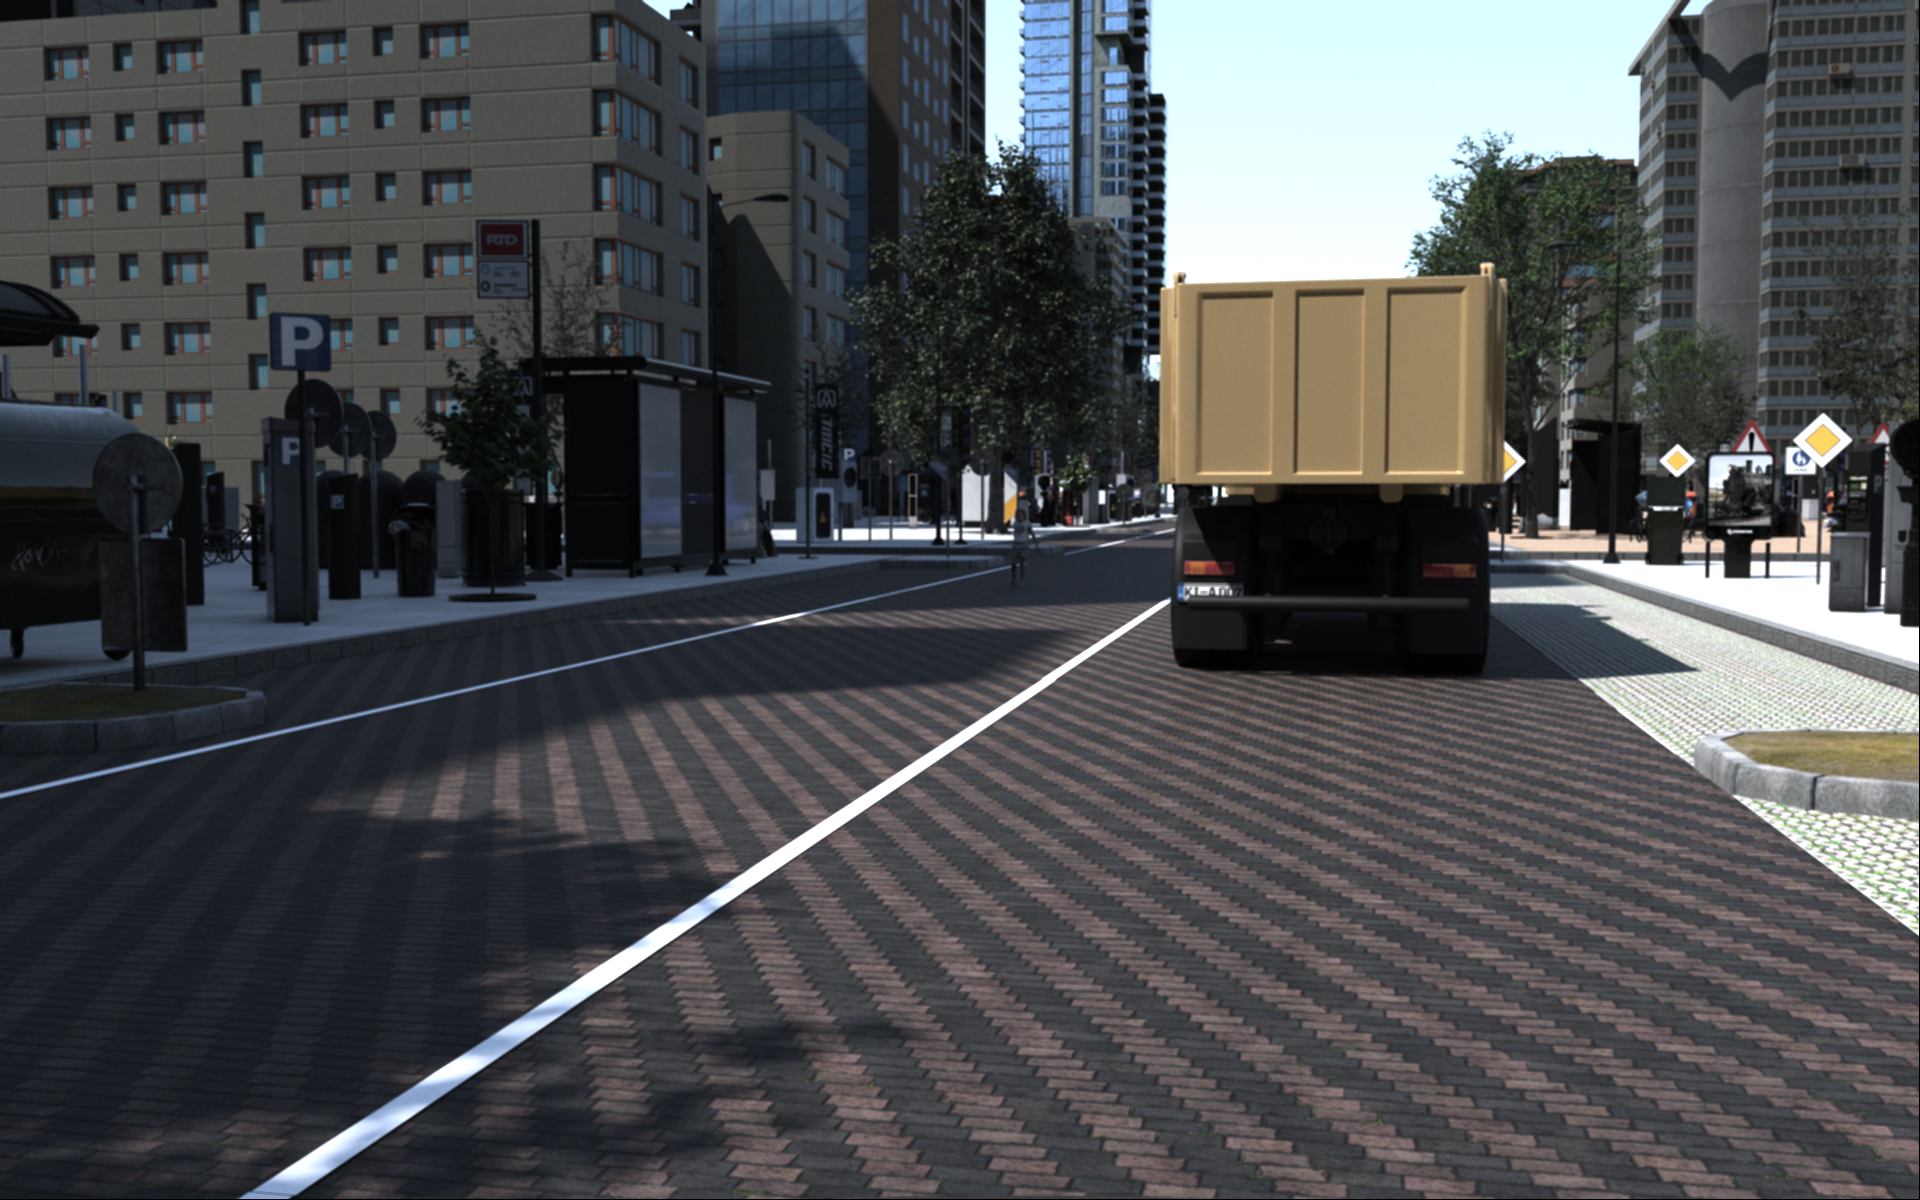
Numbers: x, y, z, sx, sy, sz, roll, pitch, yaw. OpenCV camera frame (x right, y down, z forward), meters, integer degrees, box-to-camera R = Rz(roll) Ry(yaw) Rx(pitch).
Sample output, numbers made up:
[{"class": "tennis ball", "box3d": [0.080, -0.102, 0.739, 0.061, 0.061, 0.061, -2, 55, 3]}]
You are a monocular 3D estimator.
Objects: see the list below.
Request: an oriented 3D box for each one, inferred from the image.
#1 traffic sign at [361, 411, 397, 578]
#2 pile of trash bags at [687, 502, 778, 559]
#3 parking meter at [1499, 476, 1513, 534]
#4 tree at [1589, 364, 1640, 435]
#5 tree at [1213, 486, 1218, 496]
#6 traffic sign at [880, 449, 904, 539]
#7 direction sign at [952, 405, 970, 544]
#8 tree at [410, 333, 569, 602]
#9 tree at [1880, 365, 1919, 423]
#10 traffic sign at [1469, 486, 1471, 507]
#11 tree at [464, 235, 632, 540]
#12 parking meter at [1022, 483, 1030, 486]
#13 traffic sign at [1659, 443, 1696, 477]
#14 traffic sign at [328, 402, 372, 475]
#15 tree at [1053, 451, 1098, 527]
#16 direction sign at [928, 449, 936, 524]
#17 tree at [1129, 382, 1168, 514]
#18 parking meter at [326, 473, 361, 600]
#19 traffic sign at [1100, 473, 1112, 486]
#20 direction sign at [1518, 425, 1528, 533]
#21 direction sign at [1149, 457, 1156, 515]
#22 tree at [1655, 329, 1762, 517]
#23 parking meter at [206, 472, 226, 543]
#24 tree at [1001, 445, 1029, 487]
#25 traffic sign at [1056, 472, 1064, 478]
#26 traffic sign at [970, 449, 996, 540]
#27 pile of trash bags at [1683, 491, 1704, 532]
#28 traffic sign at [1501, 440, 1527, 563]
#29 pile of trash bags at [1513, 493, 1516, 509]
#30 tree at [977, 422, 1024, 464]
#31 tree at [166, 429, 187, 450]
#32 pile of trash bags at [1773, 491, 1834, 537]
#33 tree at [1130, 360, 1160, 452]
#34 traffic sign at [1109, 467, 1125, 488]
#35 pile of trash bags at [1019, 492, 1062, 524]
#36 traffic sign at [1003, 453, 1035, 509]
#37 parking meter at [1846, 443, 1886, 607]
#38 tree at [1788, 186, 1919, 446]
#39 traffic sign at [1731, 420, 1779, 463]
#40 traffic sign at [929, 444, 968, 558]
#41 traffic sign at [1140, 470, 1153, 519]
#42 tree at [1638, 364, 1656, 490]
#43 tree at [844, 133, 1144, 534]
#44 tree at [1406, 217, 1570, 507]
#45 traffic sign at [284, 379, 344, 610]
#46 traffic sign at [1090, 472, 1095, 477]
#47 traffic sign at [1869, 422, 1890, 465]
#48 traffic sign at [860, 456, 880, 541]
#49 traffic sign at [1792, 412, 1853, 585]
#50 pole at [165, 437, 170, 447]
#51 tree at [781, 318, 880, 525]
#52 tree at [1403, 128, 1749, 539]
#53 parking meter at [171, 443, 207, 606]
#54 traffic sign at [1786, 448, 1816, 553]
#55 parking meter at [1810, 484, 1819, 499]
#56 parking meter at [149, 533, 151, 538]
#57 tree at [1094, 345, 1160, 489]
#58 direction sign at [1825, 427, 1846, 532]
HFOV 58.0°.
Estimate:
[{"class": "traffic sign", "box3d": [-8.942, -1.611, 26.450, 0.768, 2.556, 0.104, 1, 4, 18]}, {"class": "pile of trash bags", "box3d": [-5.392, -1.577, 35.530, 3.447, 1.369, 1.912, 1, 4, 21]}, {"class": "parking meter", "box3d": [17.528, -3.053, 55.620, 0.255, 1.863, 0.399, -2, 4, -31]}, {"class": "tree", "box3d": [37.403, -8.965, 96.933, 4.360, 8.622, 3.978, 0, 3, 0]}, {"class": "tree", "box3d": [23.778, -14.716, 157.618, 9.611, 12.733, 9.660, 0, 3, 0]}, {"class": "traffic sign", "box3d": [-1.954, -2.985, 48.907, 0.768, 2.556, 0.104, 1, 4, 19]}, {"class": "direction sign", "box3d": [0.020, -3.199, 44.299, 0.379, 3.537, 0.876, -2, 4, -29]}, {"class": "tree", "box3d": [-5.543, -1.612, 20.952, 1.663, 3.219, 1.824, 0, 3, 0]}, {"class": "tree", "box3d": [53.138, -8.910, 96.043, 4.737, 8.622, 4.395, 0, 3, 0]}, {"class": "traffic sign", "box3d": [11.835, -2.237, 40.223, 0.795, 2.450, 0.064, 1, 4, 12]}, {"class": "tree", "box3d": [-11.354, -6.011, 48.647, 4.360, 8.622, 3.978, 0, 3, 0]}, {"class": "parking meter", "box3d": [3.527, -5.342, 93.050, 0.399, 1.863, 0.255, -2, 4, -32]}, {"class": "traffic sign", "box3d": [16.353, -2.346, 39.539, 0.795, 2.450, 0.064, 1, 4, 17]}, {"class": "traffic sign", "box3d": [-8.479, -1.459, 23.964, 0.768, 2.556, 0.104, 1, 4, 16]}, {"class": "tree", "box3d": [4.574, -4.461, 67.531, 1.663, 3.219, 1.824, 0, 3, 0]}, {"class": "direction sign", "box3d": [-1.166, -4.967, 73.208, 0.379, 3.537, 0.876, 0, 4, 4]}, {"class": "tree", "box3d": [12.968, -9.801, 110.614, 4.737, 8.622, 4.395, 0, 3, 0]}, {"class": "parking meter", "box3d": [-7.543, -0.782, 21.196, 0.372, 1.533, 0.369, 0, 3, 0]}, {"class": "traffic sign", "box3d": [8.811, -6.380, 104.420, 0.768, 2.556, 0.104, 1, 4, 14]}, {"class": "direction sign", "box3d": [18.548, -3.967, 56.859, 0.379, 3.537, 0.876, 3, 5, 43]}, {"class": "direction sign", "box3d": [11.547, -6.955, 105.706, 0.876, 3.537, 0.379, -1, 4, -21]}, {"class": "tree", "box3d": [33.908, -7.784, 77.631, 4.360, 8.622, 3.978, 0, 3, 0]}, {"class": "parking meter", "box3d": [-19.719, -2.458, 45.892, 0.399, 1.863, 0.255, 1, 4, 8]}, {"class": "tree", "box3d": [2.341, -7.089, 99.622, 4.285, 4.588, 4.351, 0, 3, 0]}, {"class": "traffic sign", "box3d": [4.571, -4.637, 76.994, 0.795, 2.450, 0.064, 1, 4, 14]}, {"class": "traffic sign", "box3d": [0.633, -2.970, 48.660, 0.768, 2.556, 0.104, 1, 4, 14]}, {"class": "pile of trash bags", "box3d": [25.350, -3.096, 60.377, 1.912, 1.369, 3.447, 1, 4, 17]}, {"class": "traffic sign", "box3d": [10.167, -1.760, 32.413, 0.795, 2.450, 0.064, 1, 4, 12]}, {"class": "pile of trash bags", "box3d": [27.629, -4.951, 90.707, 3.447, 1.369, 1.912, -1, 4, -22]}, {"class": "tree", "box3d": [1.232, -8.476, 88.939, 4.360, 8.622, 3.978, 0, 3, 0]}, {"class": "tree", "box3d": [-23.075, -3.446, 50.948, 1.663, 3.219, 1.824, 0, 3, 0]}, {"class": "pile of trash bags", "box3d": [24.972, -2.605, 52.349, 3.447, 1.369, 1.912, 1, 4, 10]}, {"class": "tree", "box3d": [17.754, -13.410, 129.619, 12.009, 13.543, 11.850, 0, 3, 0]}, {"class": "traffic sign", "box3d": [7.361, -4.961, 81.223, 0.768, 2.556, 0.104, 1, 4, 15]}, {"class": "pile of trash bags", "box3d": [3.201, -3.961, 74.507, 1.912, 1.369, 3.447, 2, 4, 24]}, {"class": "traffic sign", "box3d": [1.429, -2.374, 42.457, 0.795, 2.450, 0.064, 1, 4, 12]}, {"class": "parking meter", "box3d": [10.288, -0.855, 19.695, 0.399, 1.863, 0.255, -3, 4, -36]}, {"class": "tree", "box3d": [21.835, -5.568, 41.406, 4.360, 8.622, 3.978, 0, 3, 0]}, {"class": "traffic sign", "box3d": [13.852, -1.858, 30.374, 0.884, 2.594, 0.081, 1, 4, 18]}, {"class": "traffic sign", "box3d": [-0.239, -1.896, 34.648, 0.795, 2.450, 0.064, 1, 4, 12]}, {"class": "traffic sign", "box3d": [9.719, -5.546, 90.775, 0.768, 2.556, 0.104, 1, 4, 21]}, {"class": "tree", "box3d": [37.630, -8.502, 89.371, 4.360, 8.622, 3.978, 0, 3, 0]}, {"class": "tree", "box3d": [1.094, -8.477, 55.599, 9.611, 12.733, 9.660, 0, 3, 0]}, {"class": "tree", "box3d": [23.092, -10.621, 80.305, 9.857, 13.997, 8.962, 0, 3, 0]}, {"class": "traffic sign", "box3d": [-7.153, -1.165, 19.154, 0.768, 2.556, 0.104, 1, 4, 17]}, {"class": "traffic sign", "box3d": [7.394, -6.079, 99.503, 0.768, 2.556, 0.104, 1, 4, 17]}, {"class": "traffic sign", "box3d": [16.686, -1.919, 31.383, 0.884, 2.594, 0.081, 1, 4, 17]}, {"class": "traffic sign", "box3d": [-2.440, -2.740, 46.921, 0.606, 2.300, 0.079, 1, 4, 21]}, {"class": "traffic sign", "box3d": [12.159, -1.425, 24.477, 0.795, 2.450, 0.064, 1, 4, 13]}, {"class": "pole", "box3d": [-28.285, -4.169, 61.999, 0.158, 3.312, 0.155, 0, 3, 0]}, {"class": "tree", "box3d": [-5.088, -7.419, 71.661, 4.360, 8.622, 3.978, 0, 3, 0]}, {"class": "tree", "box3d": [16.361, -7.579, 49.677, 9.928, 11.665, 9.643, 0, 3, 0]}, {"class": "parking meter", "box3d": [-8.946, -0.876, 20.041, 0.255, 1.863, 0.399, -3, 5, -39]}, {"class": "traffic sign", "box3d": [18.387, -2.189, 37.917, 0.606, 2.300, 0.079, 1, 4, 20]}, {"class": "parking meter", "box3d": [49.481, -5.786, 100.308, 0.255, 1.863, 0.399, -2, 4, -33]}, {"class": "parking meter", "box3d": [-10.856, -1.052, 22.909, 0.255, 1.863, 0.399, -2, 4, -26]}, {"class": "tree", "box3d": [8.003, -8.227, 84.880, 4.360, 8.622, 3.978, 0, 3, 0]}, {"class": "direction sign", "box3d": [29.634, -4.079, 58.687, 0.876, 3.537, 0.379, -1, 4, -22]}]
